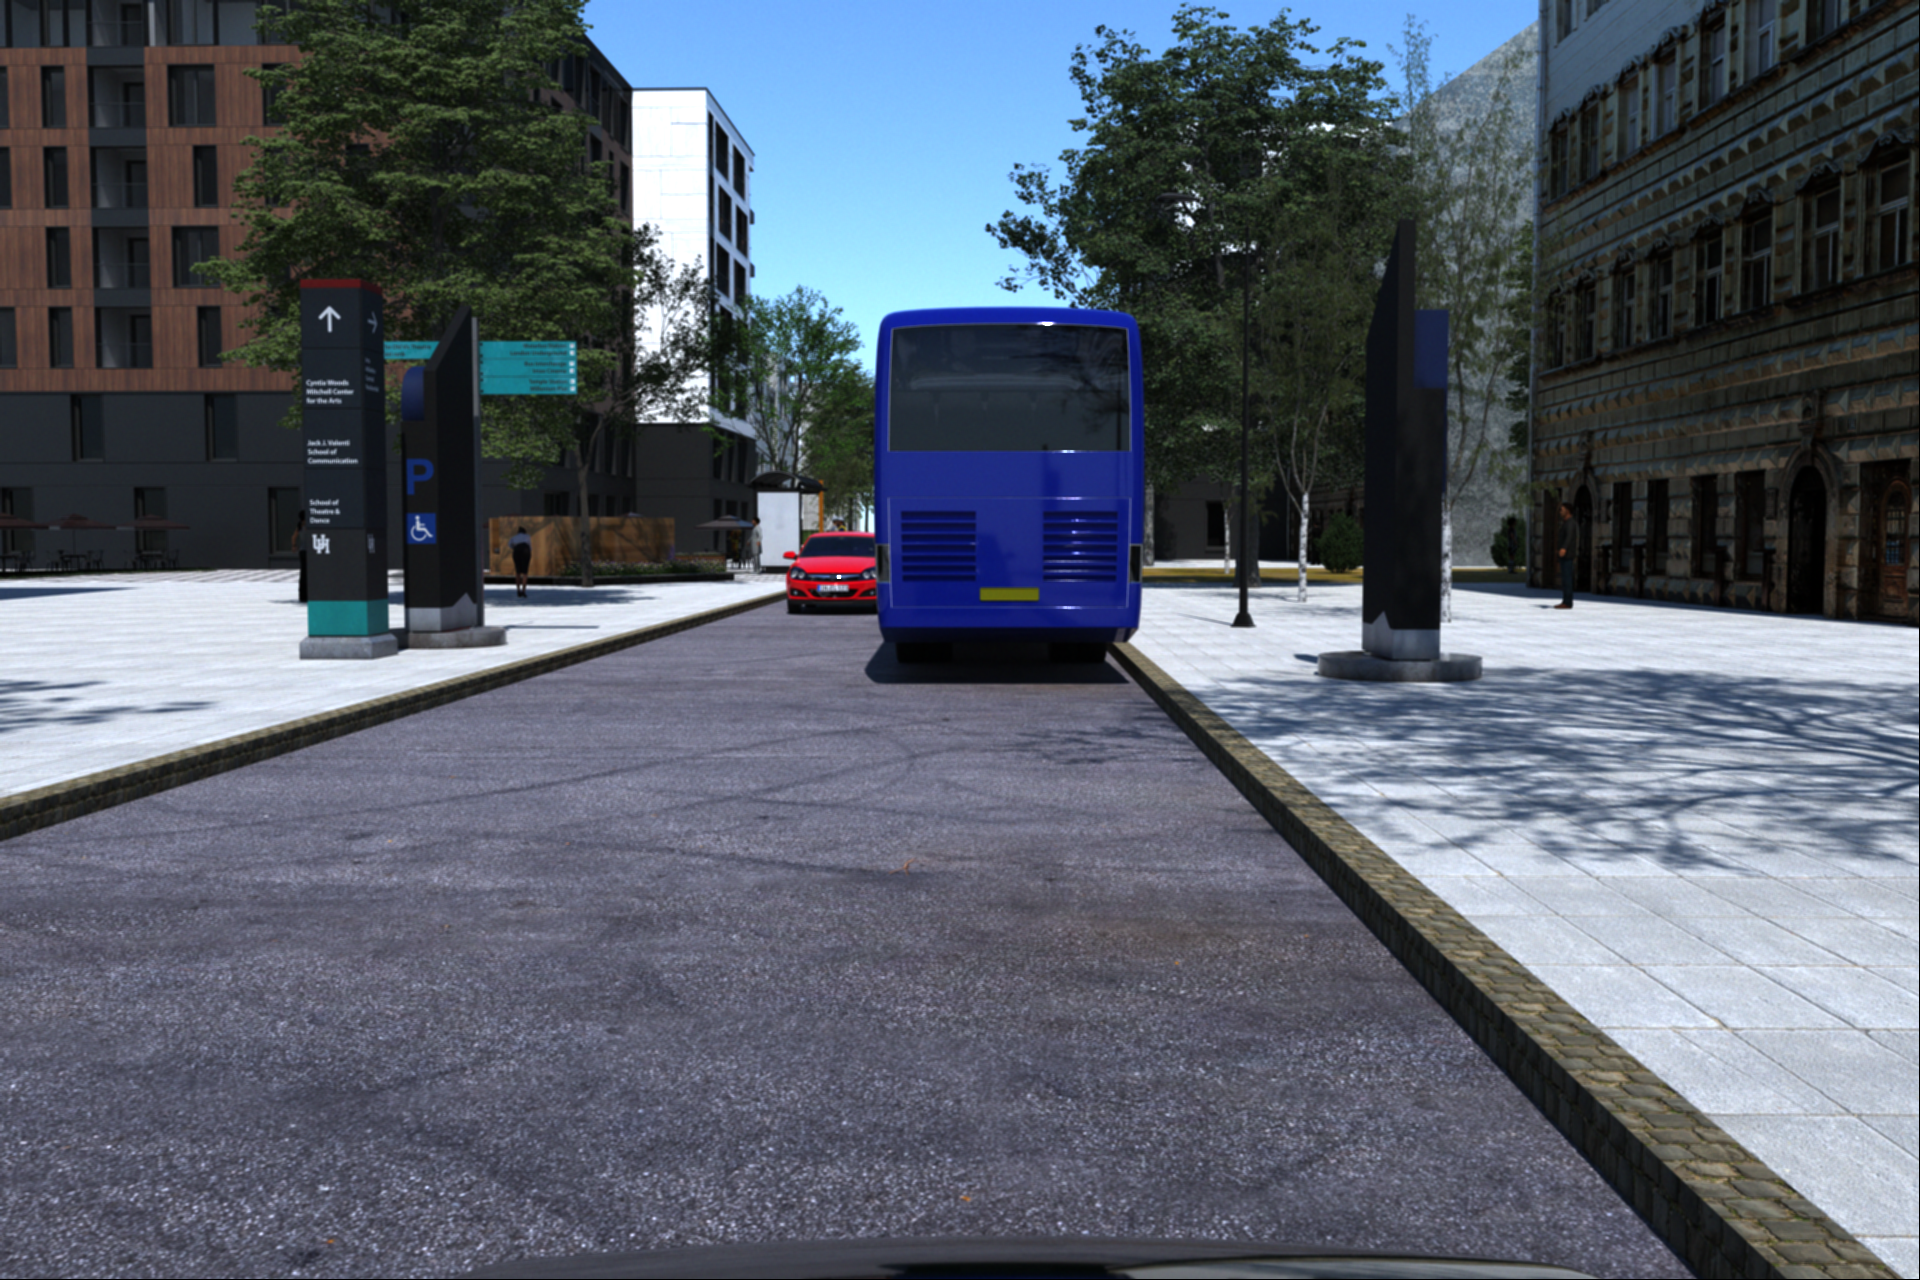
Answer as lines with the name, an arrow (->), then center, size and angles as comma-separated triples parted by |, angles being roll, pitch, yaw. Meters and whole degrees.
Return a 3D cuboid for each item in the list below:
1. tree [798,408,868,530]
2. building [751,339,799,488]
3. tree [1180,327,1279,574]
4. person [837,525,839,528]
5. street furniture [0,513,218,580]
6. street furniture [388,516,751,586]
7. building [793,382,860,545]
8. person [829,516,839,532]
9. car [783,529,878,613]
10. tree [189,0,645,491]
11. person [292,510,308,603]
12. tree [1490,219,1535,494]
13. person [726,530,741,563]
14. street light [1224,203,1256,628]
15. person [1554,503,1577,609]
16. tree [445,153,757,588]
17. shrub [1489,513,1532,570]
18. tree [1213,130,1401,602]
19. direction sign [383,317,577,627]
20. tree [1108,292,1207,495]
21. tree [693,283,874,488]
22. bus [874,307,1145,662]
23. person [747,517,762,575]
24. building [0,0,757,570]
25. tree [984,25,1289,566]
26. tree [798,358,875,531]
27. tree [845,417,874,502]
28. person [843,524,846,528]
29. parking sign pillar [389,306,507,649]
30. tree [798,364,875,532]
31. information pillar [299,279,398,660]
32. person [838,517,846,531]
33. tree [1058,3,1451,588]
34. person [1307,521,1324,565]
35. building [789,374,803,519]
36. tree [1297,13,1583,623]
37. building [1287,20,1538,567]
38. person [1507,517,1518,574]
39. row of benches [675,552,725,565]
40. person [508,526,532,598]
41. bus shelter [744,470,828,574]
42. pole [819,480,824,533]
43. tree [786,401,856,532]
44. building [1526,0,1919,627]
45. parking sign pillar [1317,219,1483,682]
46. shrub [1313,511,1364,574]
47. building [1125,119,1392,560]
tree -> -6.958, -9.214, 101.016 | 4.360, 8.622, 3.978 | 0, 3, 0
building -> -26.052, -18.475, 168.519 | 16.747, 18.905, 31.486 | 0, 4, 2
tree -> 8.661, -6.450, 55.826 | 4.360, 8.622, 3.978 | 0, 3, 0
person -> -4.092, -3.129, 57.384 | 0.704, 1.802, 1.346 | 0, 4, -4
street furniture -> -31.026, -2.563, 46.928 | 14.083, 1.986, 27.439 | 2, 4, 34
street furniture -> -9.387, -2.448, 46.886 | 9.812, 1.723, 11.010 | 2, 4, 30
building -> -22.367, -21.481, 217.664 | 16.747, 18.905, 31.486 | 0, 4, 2
person -> -3.841, -2.927, 53.705 | 0.705, 1.847, 1.347 | -2, 4, -27
car -> -2.195, -1.440, 32.593 | 2.155, 1.783, 4.494 | 0, 4, 1
tree -> -9.373, -6.876, 30.552 | 7.486, 12.596, 7.792 | 0, 3, 0
person -> -12.216, -1.576, 32.578 | 1.217, 1.737, 0.721 | 3, 4, 38
tree -> 19.092, -8.115, 50.804 | 7.486, 12.596, 7.792 | 0, 3, 0
person -> -10.160, -4.423, 78.085 | 0.705, 1.858, 1.354 | -2, 4, -34
street light -> 4.458, -3.132, 23.746 | 1.470, 5.913, 1.316 | 0, 4, 1
person -> 10.414, -1.453, 29.817 | 0.705, 1.821, 1.348 | 1, 4, 17
tree -> -8.903, -6.557, 41.620 | 8.767, 10.594, 7.601 | 0, 4, 3
shrub -> 19.582, -3.503, 61.315 | 1.661, 2.075, 1.752 | 0, 3, 0
tree -> 6.348, -4.999, 32.103 | 4.360, 8.622, 3.978 | 0, 3, 0
direction sign -> -5.971, -2.033, 21.998 | 2.525, 3.948, 1.411 | 0, 4, 1
tree -> 7.788, -9.954, 80.880 | 7.486, 12.596, 7.792 | 0, 3, 0
tree -> -7.372, -9.024, 73.293 | 9.928, 11.665, 9.643 | 0, 3, 0
bus -> 0.460, -1.872, 22.155 | 2.896, 3.916, 12.251 | 0, 3, 0
person -> -6.408, -2.939, 54.239 | 0.705, 1.806, 1.347 | -1, 4, -21
building -> -25.585, -14.314, 78.001 | 27.936, 21.610, 32.646 | 0, 4, 2
tree -> 6.094, -12.939, 67.446 | 12.611, 20.169, 13.585 | 0, 3, 0
tree -> -6.896, -11.863, 112.082 | 7.486, 12.596, 7.792 | 0, 3, 0
tree -> -6.102, -14.229, 143.015 | 12.009, 13.543, 11.850 | 0, 3, 0
person -> -5.021, -4.222, 75.754 | 0.721, 1.740, 1.216 | -3, 4, -38
parking sign pillar -> -5.983, -1.922, 19.894 | 1.447, 3.967, 1.447 | 0, 4, 2
tree -> -6.800, -13.147, 125.330 | 12.009, 13.543, 11.850 | 0, 3, 0
information pillar -> -6.369, -1.748, 17.958 | 0.750, 3.857, 0.750 | 0, 4, 2
person -> -3.824, -3.013, 55.230 | 0.705, 1.833, 1.349 | 0, 4, 3
tree -> 6.790, -8.218, 41.026 | 9.857, 13.997, 8.962 | 0, 3, 0
person -> 14.735, -4.022, 71.701 | 1.347, 1.837, 0.705 | -1, 4, -23
building -> -23.551, -20.269, 187.811 | 16.016, 20.090, 11.380 | 0, 4, 2
tree -> 7.171, -4.572, 25.107 | 4.360, 8.622, 3.978 | 0, 3, 0
building -> 25.431, -15.006, 76.281 | 19.493, 23.208, 18.063 | 0, 4, 1
person -> 17.996, -3.071, 56.360 | 0.704, 1.843, 1.345 | 1, 4, 14
row of benches -> -9.766, -2.692, 59.476 | 4.104, 0.672, 1.422 | -3, 5, -44
person -> -8.888, -1.589, 35.210 | 0.628, 1.438, 0.799 | -3, 5, -42
bus shelter -> -5.738, -3.916, 57.956 | 2.014, 3.302, 5.546 | 0, 4, 3
pole -> -5.254, -4.390, 65.614 | 0.158, 3.312, 0.155 | 0, 3, 0
tree -> -7.322, -8.849, 95.050 | 4.360, 8.622, 3.978 | 0, 3, 0
building -> 22.555, -12.261, 31.398 | 19.493, 23.208, 18.063 | 0, 4, 1
parking sign pillar -> 3.975, -1.657, 15.563 | 1.447, 3.967, 1.447 | 0, 4, 1
shrub -> 12.402, -3.201, 56.380 | 1.661, 2.075, 1.752 | 0, 3, 0
building -> 23.250, -15.776, 101.916 | 27.936, 21.610, 32.646 | 0, 4, 1
